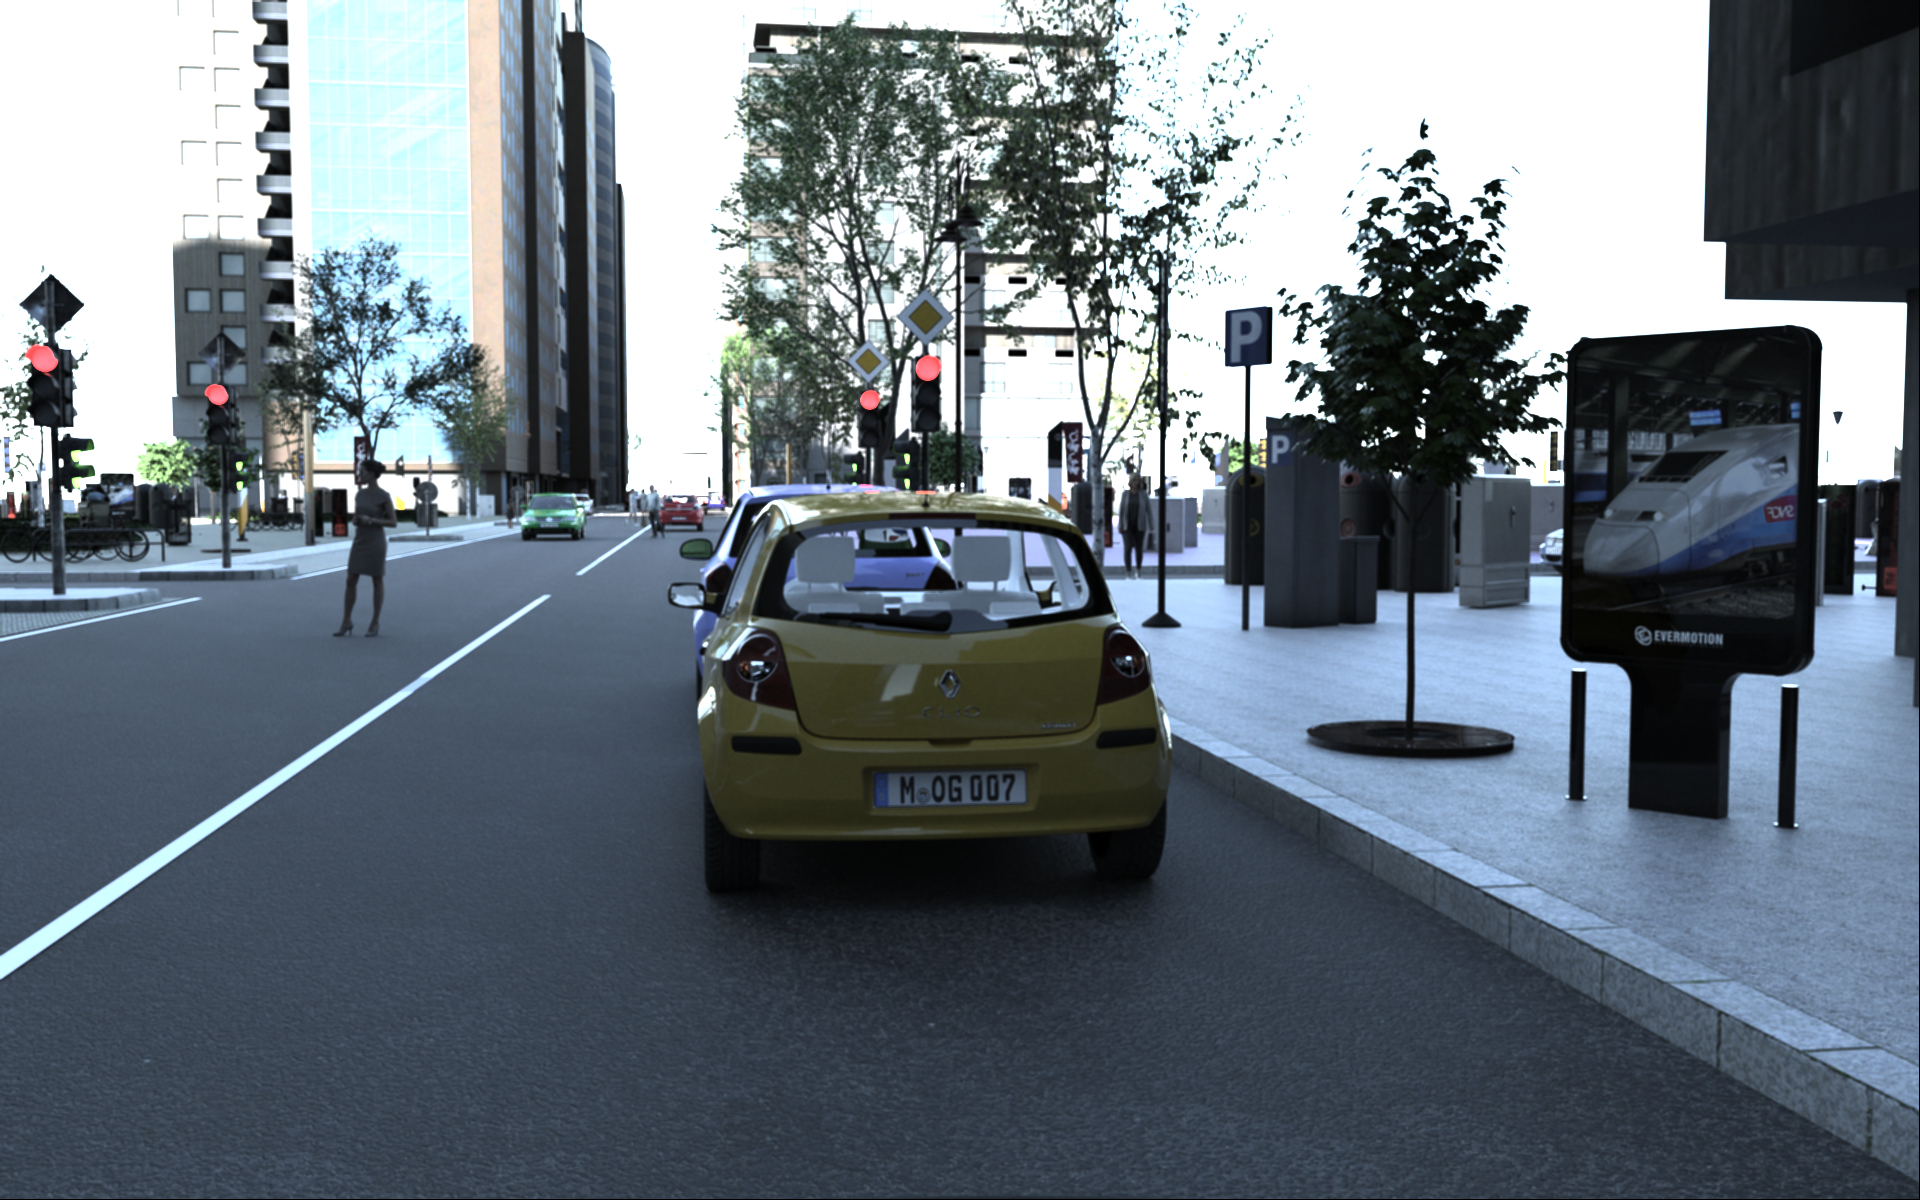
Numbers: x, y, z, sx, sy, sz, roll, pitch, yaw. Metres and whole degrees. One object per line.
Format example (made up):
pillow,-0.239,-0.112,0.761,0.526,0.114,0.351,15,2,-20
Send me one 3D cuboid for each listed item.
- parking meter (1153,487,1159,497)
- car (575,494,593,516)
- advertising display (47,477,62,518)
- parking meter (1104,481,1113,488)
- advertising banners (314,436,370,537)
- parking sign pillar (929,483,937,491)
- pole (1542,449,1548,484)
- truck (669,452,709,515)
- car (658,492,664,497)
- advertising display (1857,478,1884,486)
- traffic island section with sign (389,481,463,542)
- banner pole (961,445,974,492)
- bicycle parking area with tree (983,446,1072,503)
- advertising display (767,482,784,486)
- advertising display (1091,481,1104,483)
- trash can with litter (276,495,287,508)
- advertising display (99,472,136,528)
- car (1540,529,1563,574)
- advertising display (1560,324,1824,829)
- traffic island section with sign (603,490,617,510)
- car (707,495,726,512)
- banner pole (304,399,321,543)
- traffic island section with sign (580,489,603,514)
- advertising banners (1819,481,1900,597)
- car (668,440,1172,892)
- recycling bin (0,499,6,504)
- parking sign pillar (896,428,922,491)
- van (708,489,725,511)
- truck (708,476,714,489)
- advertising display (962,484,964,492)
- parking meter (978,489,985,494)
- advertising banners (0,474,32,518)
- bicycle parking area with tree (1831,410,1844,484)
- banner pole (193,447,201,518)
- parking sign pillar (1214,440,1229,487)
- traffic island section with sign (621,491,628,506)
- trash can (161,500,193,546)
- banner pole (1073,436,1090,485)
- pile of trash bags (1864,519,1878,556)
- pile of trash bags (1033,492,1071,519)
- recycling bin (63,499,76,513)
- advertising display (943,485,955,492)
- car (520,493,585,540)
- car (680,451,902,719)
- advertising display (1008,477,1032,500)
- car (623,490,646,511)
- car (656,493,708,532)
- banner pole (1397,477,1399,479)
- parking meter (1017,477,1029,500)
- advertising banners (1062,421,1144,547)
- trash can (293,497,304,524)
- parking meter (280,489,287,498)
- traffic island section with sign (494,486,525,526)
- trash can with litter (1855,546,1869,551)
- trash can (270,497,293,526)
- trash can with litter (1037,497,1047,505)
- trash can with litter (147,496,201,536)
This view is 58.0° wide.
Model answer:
parking meter,6.221,-2.802,54.221,0.372,1.533,0.369,0,3,0
car,-25.672,-6.397,116.600,2.014,1.417,4.499,-1,4,-9
advertising display,-34.427,-3.713,65.914,0.123,1.923,0.974,0,4,-4
parking meter,6.654,-4.421,77.999,0.399,1.863,0.255,3,5,43
advertising banners,-18.721,-3.422,52.143,2.074,3.025,0.090,0,4,6
parking sign pillar,-1.846,-6.016,86.827,1.447,3.967,1.447,1,4,13
pole,26.197,-5.121,77.579,0.158,3.312,0.155,0,3,0
truck,-18.819,-8.046,120.464,2.839,4.237,11.283,-1,4,-9
car,-28.014,-9.250,160.834,1.945,1.707,3.694,-1,4,-9
advertising display,36.819,-3.970,70.119,0.974,1.923,0.123,1,4,13
traffic island section with sign,-16.211,-2.695,52.695,1.989,1.847,2.006,-1,4,-9
banner pole,0.261,-5.403,78.354,0.863,3.779,0.401,-1,4,-11
bicycle parking area with tree,4.166,-7.179,104.384,8.231,4.147,9.016,0,4,6
advertising display,-9.932,-5.385,93.263,0.974,1.923,0.123,-2,4,-23
advertising display,6.517,-4.629,80.895,0.974,1.923,0.123,3,5,41
trash can with litter,-35.179,-4.884,90.917,2.233,1.210,1.678,-1,4,-22
advertising display,-25.062,-2.833,51.532,0.123,1.923,0.974,3,5,45
car,12.452,-1.122,30.354,4.499,1.417,2.014,-1,4,-10
advertising display,2.893,-0.105,6.925,0.123,1.923,0.974,-3,5,-44
traffic island section with sign,-31.684,-8.936,154.726,1.989,1.847,2.006,-1,4,-9
car,-20.130,-7.916,142.013,1.945,1.354,3.894,-1,4,-10
banner pole,-17.148,-3.406,45.700,0.401,3.779,0.863,-2,4,-25
traffic island section with sign,-27.525,-7.256,127.260,1.989,1.847,2.006,-1,4,-9
advertising banners,11.657,-1.550,21.531,0.090,3.025,2.074,-3,4,-38
car,-0.301,0.151,7.759,2.015,1.641,3.980,0,4,-8
recycling bin,-54.462,-5.259,98.545,0.722,1.027,0.722,2,4,24
parking sign pillar,-2.645,-5.017,70.495,1.447,3.967,1.447,3,5,41
van,-21.259,-8.711,149.441,2.013,2.044,4.112,-1,4,-9
truck,-36.881,-15.794,247.997,2.967,4.110,18.799,0,4,-7
advertising display,-0.229,-5.542,95.827,0.974,1.923,0.123,-2,4,-27
parking meter,0.946,-4.373,79.904,0.372,1.533,0.369,0,3,0
advertising banners,-41.774,-4.896,76.234,0.090,3.025,2.074,1,4,19
bicycle parking area with tree,27.674,-4.382,58.648,8.231,4.147,9.016,-1,4,-9
banner pole,-40.901,-6.293,92.914,0.401,3.779,0.863,0,4,-1
parking sign pillar,12.279,-5.676,81.279,1.447,3.967,1.447,1,4,21
traffic island section with sign,-40.039,-12.302,209.766,1.989,1.847,2.006,-1,4,-9
trash can,-19.488,-1.925,43.134,0.748,1.137,0.748,0,3,0
banner pole,4.511,-4.592,65.090,0.863,3.779,0.401,-1,4,-13
pile of trash bags,19.674,-1.589,35.739,1.912,1.369,3.447,3,5,39
pile of trash bags,3.510,-4.532,83.848,3.447,1.369,1.912,0,4,3
recycling bin,-49.726,-5.126,96.360,0.722,1.027,0.722,3,4,36
advertising display,-0.554,-5.459,94.464,0.123,1.923,0.974,-3,5,-41
car,-12.918,-2.830,55.059,1.959,1.807,4.718,-1,4,-10
car,-0.980,-0.151,12.067,1.945,1.707,3.694,0,4,-8
advertising display,2.326,-3.785,67.106,0.974,1.923,0.123,-2,4,-27
car,-28.072,-8.661,150.282,2.281,1.827,5.304,-1,4,-10
car,-10.962,-3.598,67.863,2.155,1.783,4.494,0,4,-8
banner pole,19.524,-5.271,76.201,0.863,3.779,0.401,-2,4,-33
parking meter,2.153,-3.277,59.293,0.399,1.863,0.255,1,4,22
advertising banners,3.473,-2.785,41.725,2.074,3.025,0.090,1,4,10
trash can,-28.316,-3.841,74.448,0.748,1.137,0.748,0,3,0
parking meter,-37.516,-5.360,96.040,0.372,1.533,0.369,0,3,0
traffic island section with sign,-20.256,-4.329,79.408,1.989,1.847,2.006,-1,4,-9
trash can with litter,20.703,-1.796,40.418,1.678,1.210,2.233,3,4,37
trash can,-27.070,-3.503,68.923,0.748,1.137,0.748,0,3,0
trash can with litter,3.469,-3.476,68.228,1.055,1.170,0.624,-1,4,-9
trash can with litter,-24.658,-2.637,54.164,1.678,1.210,2.233,-1,4,-17
